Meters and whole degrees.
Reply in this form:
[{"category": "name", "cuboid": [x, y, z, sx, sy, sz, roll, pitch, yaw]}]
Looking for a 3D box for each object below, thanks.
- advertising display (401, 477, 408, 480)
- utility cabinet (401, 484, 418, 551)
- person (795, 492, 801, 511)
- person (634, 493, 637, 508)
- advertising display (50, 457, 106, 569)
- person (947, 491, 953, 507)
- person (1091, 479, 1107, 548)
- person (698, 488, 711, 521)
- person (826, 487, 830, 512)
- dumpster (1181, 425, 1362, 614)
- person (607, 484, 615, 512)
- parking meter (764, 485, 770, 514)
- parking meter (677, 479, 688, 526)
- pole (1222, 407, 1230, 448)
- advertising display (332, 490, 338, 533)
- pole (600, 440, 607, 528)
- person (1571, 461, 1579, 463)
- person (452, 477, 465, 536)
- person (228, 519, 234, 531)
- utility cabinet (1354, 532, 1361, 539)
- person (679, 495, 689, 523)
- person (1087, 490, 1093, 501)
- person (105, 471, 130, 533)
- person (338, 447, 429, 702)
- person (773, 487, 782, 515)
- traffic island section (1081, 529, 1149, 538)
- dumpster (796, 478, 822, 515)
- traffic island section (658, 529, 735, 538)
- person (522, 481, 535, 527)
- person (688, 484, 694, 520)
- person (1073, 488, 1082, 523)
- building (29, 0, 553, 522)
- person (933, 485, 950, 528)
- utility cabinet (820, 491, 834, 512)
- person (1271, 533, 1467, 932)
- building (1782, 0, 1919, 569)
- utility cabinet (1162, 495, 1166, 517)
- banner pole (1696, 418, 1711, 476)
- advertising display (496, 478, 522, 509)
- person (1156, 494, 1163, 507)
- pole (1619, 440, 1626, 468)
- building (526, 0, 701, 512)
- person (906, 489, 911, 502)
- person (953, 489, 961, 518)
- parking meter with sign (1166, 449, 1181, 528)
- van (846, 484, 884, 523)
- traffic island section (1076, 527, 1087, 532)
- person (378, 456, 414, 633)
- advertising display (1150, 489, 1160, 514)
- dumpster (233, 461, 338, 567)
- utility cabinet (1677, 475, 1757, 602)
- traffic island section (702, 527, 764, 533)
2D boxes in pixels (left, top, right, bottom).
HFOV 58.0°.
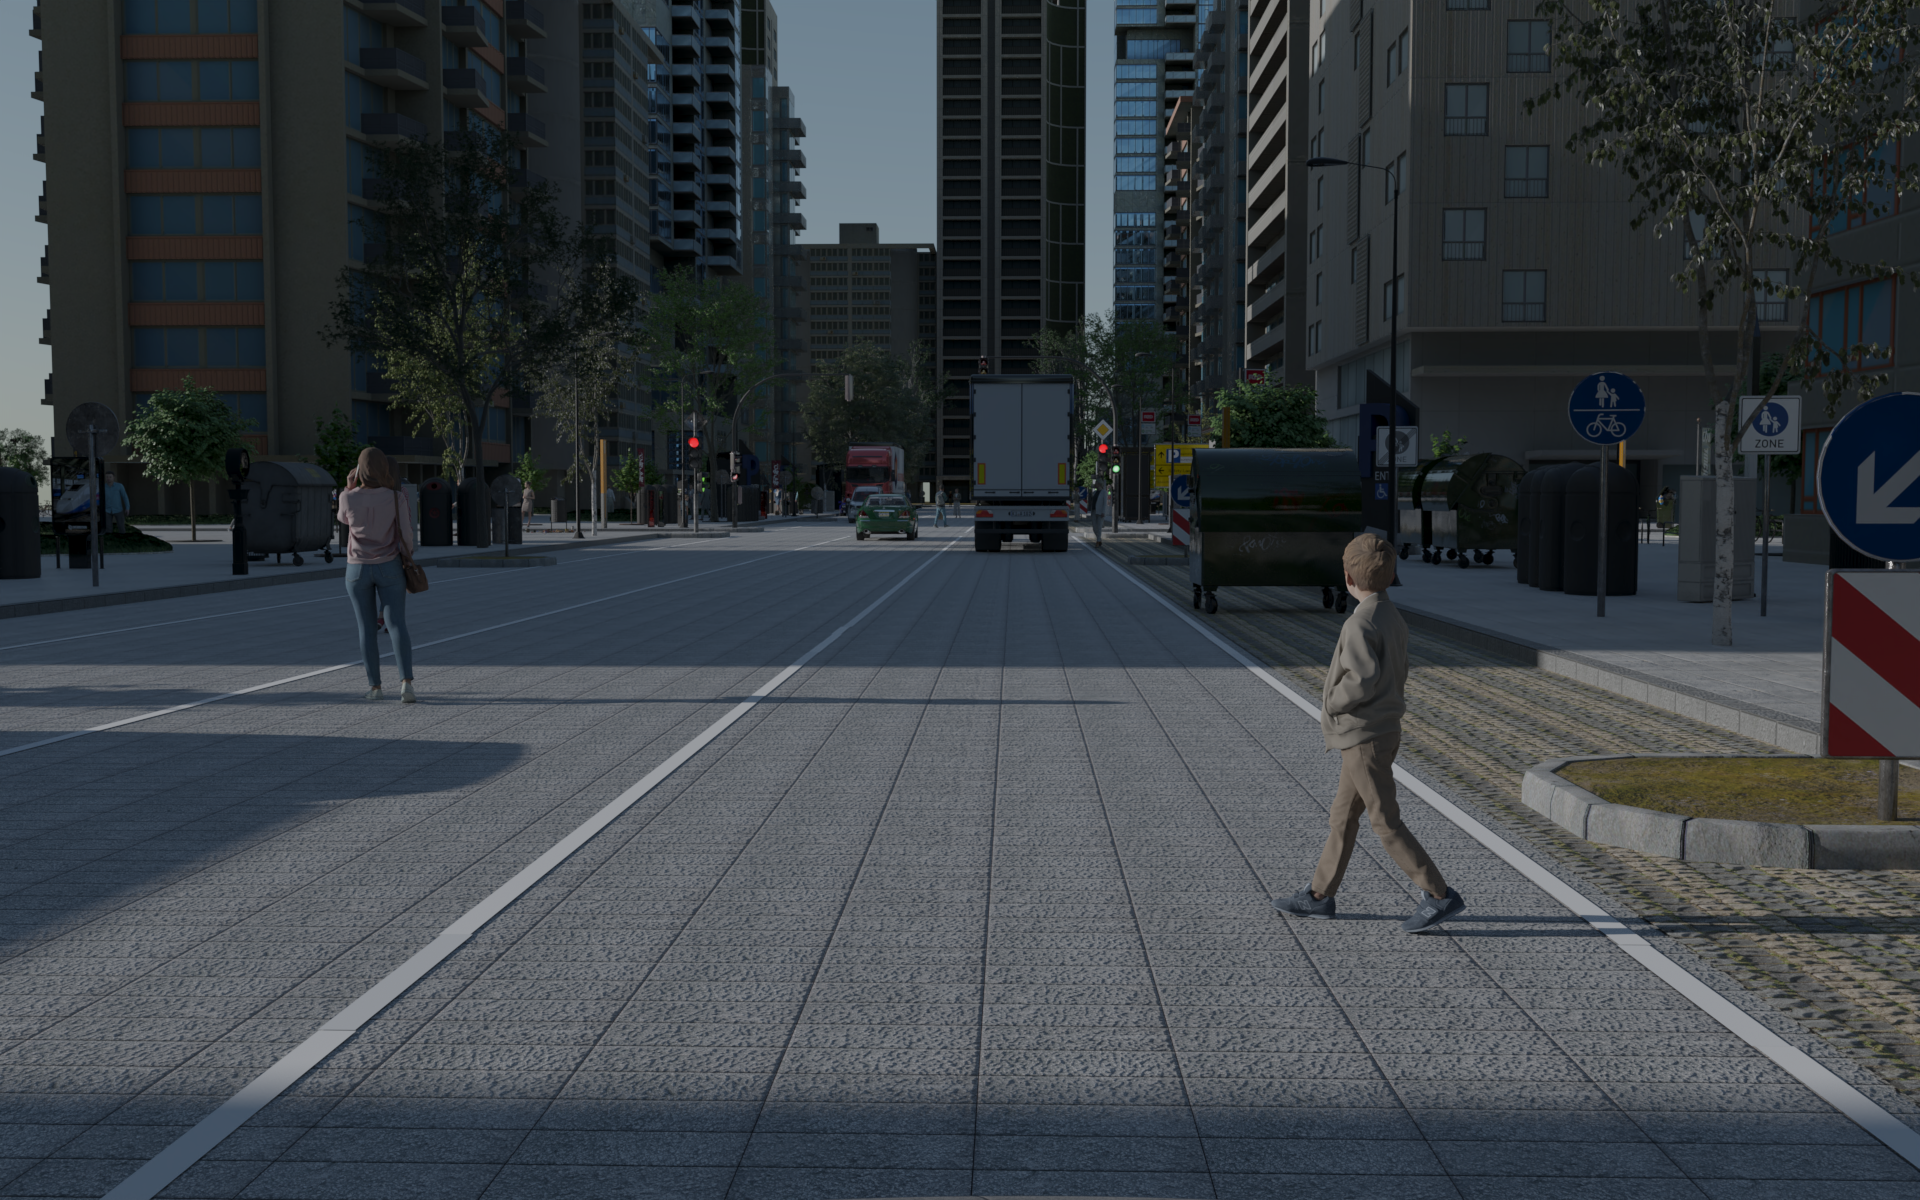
[{"category": "advertising display", "cuboid": [-21.528, -3.719, 66.024, 0.974, 1.923, 0.123, -2, 4, -30]}, {"category": "utility cabinet", "cuboid": [-12.614, -1.808, 38.247, 1.173, 1.500, 0.318, -2, 4, -28]}, {"category": "person", "cuboid": [-10.193, -6.424, 111.088, 0.660, 1.820, 0.620, -2, 4, -31]}, {"category": "person", "cuboid": [-20.481, -6.378, 110.287, 0.622, 1.834, 0.822, 1, 4, 10]}, {"category": "advertising display", "cuboid": [-15.141, -1.501, 29.752, 0.974, 1.923, 0.123, 1, 4, 11]}, {"category": "person", "cuboid": [-1.088, -10.781, 185.296, 0.721, 1.766, 1.217, 3, 5, 42]}, {"category": "person", "cuboid": [3.704, -2.301, 45.992, 0.514, 1.842, 0.818, 2, 4, 23]}, {"category": "person", "cuboid": [-12.286, -4.738, 83.608, 0.767, 1.812, 0.694, 3, 4, 36]}, {"category": "person", "cuboid": [-9.716, -7.418, 127.347, 0.620, 1.820, 0.660, -1, 4, -15]}, {"category": "dumpster", "cuboid": [3.761, -0.982, 21.007, 1.985, 2.255, 1.502, 0, 4, 0]}, {"category": "person", "cuboid": [-18.372, -5.163, 90.687, 0.478, 1.798, 0.641, 2, 4, 31]}, {"category": "parking meter", "cuboid": [-12.388, -6.425, 110.762, 0.399, 1.863, 0.255, 0, 4, -4]}, {"category": "parking meter", "cuboid": [-11.021, -3.860, 68.814, 0.255, 1.863, 0.399, 2, 4, 33]}, {"category": "pole", "cuboid": [6.231, -2.861, 40.625, 0.158, 3.312, 0.155, 0, 3, 0]}, {"category": "advertising display", "cuboid": [-21.034, -3.190, 57.378, 0.974, 1.923, 0.123, 1, 4, 13]}, {"category": "pole", "cuboid": [-13.350, -4.346, 64.906, 0.158, 3.312, 0.155, 0, 3, 0]}, {"category": "person", "cuboid": [10.038, -1.347, 28.186, 0.709, 1.813, 0.853, 1, 4, 10]}, {"category": "person", "cuboid": [-14.764, -2.769, 51.582, 0.850, 1.792, 0.678, -1, 4, -9]}, {"category": "person", "cuboid": [-26.141, -3.329, 62.797, 0.748, 1.841, 0.638, 0, 4, 4]}, {"category": "utility cabinet", "cuboid": [6.826, -1.376, 31.171, 0.318, 1.500, 1.173, 3, 4, 37]}, {"category": "person", "cuboid": [-10.623, -3.424, 66.706, 0.352, 1.250, 0.332, -2, 4, -26]}, {"category": "person", "cuboid": [14.373, -11.160, 189.295, 1.217, 1.735, 0.721, -2, 4, -29]}, {"category": "person", "cuboid": [-19.804, -2.111, 40.585, 0.660, 1.820, 0.620, -1, 4, -19]}, {"category": "person", "cuboid": [-3.977, -0.175, 11.952, 0.593, 1.750, 0.643, -1, 4, -18]}, {"category": "person", "cuboid": [-11.234, -6.196, 107.365, 0.654, 1.822, 0.581, -3, 5, -42]}, {"category": "traffic island section", "cuboid": [5.135, -2.138, 57.231, 2.009, 0.180, 2.903, 0, 4, 2]}, {"category": "dumpster", "cuboid": [-9.396, -6.436, 107.728, 1.502, 2.255, 1.985, 0, 4, 2]}, {"category": "traffic island section", "cuboid": [-8.799, -2.165, 57.673, 2.009, 0.180, 2.903, 0, 4, 2]}, {"category": "person", "cuboid": [-16.703, -3.689, 66.702, 0.599, 1.781, 0.374, 1, 4, 23]}, {"category": "person", "cuboid": [-13.485, -4.924, 86.746, 0.606, 1.804, 0.583, 1, 4, 19]}, {"category": "person", "cuboid": [5.867, -4.720, 86.228, 0.362, 1.759, 0.519, -1, 4, -19]}, {"category": "building", "cuboid": [-34.376, -26.640, 90.190, 22.147, 44.769, 28.867, 0, 4, 2]}, {"category": "person", "cuboid": [-0.807, -3.928, 72.714, 0.713, 1.824, 0.794, -2, 4, -30]}, {"category": "utility cabinet", "cuboid": [-9.718, -7.153, 125.636, 1.173, 1.500, 0.318, 1, 4, 12]}, {"category": "person", "cuboid": [1.345, 0.432, 5.702, 0.640, 1.303, 0.475, 1, 4, 17]}, {"category": "building", "cuboid": [29.021, -10.546, 17.465, 27.650, 21.520, 28.899, 0, 4, 2]}, {"category": "utility cabinet", "cuboid": [11.867, -5.251, 97.014, 1.020, 1.237, 0.306, 1, 4, 11]}, {"category": "banner pole", "cuboid": [24.491, -4.105, 57.142, 0.863, 3.779, 0.401, -2, 4, -29]}, {"category": "advertising display", "cuboid": [-17.567, -3.807, 67.452, 0.974, 1.923, 0.123, -1, 4, -10]}, {"category": "person", "cuboid": [18.341, -9.394, 160.352, 1.217, 1.743, 0.721, 3, 5, 40]}, {"category": "pole", "cuboid": [24.991, -4.376, 65.389, 0.158, 3.312, 0.155, 0, 3, 0]}, {"category": "building", "cuboid": [-35.966, -26.543, 125.859, 32.217, 40.220, 23.993, 0, 4, 2]}, {"category": "person", "cuboid": [-3.986, -7.601, 132.801, 0.654, 1.822, 0.581, 3, 5, 44]}, {"category": "person", "cuboid": [-0.199, -5.765, 103.310, 0.519, 1.759, 0.362, 1, 4, 16]}, {"category": "parking meter with sign", "cuboid": [8.163, -4.264, 65.982, 0.543, 3.016, 1.738, 0, 4, 4]}, {"category": "van", "cuboid": [-4.590, -4.833, 86.031, 2.013, 2.044, 4.112, 0, 4, 2]}, {"category": "traffic island section", "cuboid": [5.386, -2.626, 65.212, 2.009, 0.180, 2.903, 0, 4, 2]}, {"category": "person", "cuboid": [-5.870, -0.569, 17.814, 0.388, 1.821, 0.555, 3, 5, 41]}, {"category": "advertising display", "cuboid": [12.244, -6.395, 109.775, 0.974, 1.923, 0.123, -2, 4, -24]}, {"category": "dumpster", "cuboid": [-12.205, -1.563, 31.313, 1.264, 1.857, 1.865, 0, 4, 2]}, {"category": "utility cabinet", "cuboid": [9.063, -0.735, 20.698, 1.173, 1.500, 0.318, -3, 4, -36]}, {"category": "traffic island section", "cuboid": [-8.548, -2.653, 65.654, 2.009, 0.180, 2.903, 0, 4, 2]}]
